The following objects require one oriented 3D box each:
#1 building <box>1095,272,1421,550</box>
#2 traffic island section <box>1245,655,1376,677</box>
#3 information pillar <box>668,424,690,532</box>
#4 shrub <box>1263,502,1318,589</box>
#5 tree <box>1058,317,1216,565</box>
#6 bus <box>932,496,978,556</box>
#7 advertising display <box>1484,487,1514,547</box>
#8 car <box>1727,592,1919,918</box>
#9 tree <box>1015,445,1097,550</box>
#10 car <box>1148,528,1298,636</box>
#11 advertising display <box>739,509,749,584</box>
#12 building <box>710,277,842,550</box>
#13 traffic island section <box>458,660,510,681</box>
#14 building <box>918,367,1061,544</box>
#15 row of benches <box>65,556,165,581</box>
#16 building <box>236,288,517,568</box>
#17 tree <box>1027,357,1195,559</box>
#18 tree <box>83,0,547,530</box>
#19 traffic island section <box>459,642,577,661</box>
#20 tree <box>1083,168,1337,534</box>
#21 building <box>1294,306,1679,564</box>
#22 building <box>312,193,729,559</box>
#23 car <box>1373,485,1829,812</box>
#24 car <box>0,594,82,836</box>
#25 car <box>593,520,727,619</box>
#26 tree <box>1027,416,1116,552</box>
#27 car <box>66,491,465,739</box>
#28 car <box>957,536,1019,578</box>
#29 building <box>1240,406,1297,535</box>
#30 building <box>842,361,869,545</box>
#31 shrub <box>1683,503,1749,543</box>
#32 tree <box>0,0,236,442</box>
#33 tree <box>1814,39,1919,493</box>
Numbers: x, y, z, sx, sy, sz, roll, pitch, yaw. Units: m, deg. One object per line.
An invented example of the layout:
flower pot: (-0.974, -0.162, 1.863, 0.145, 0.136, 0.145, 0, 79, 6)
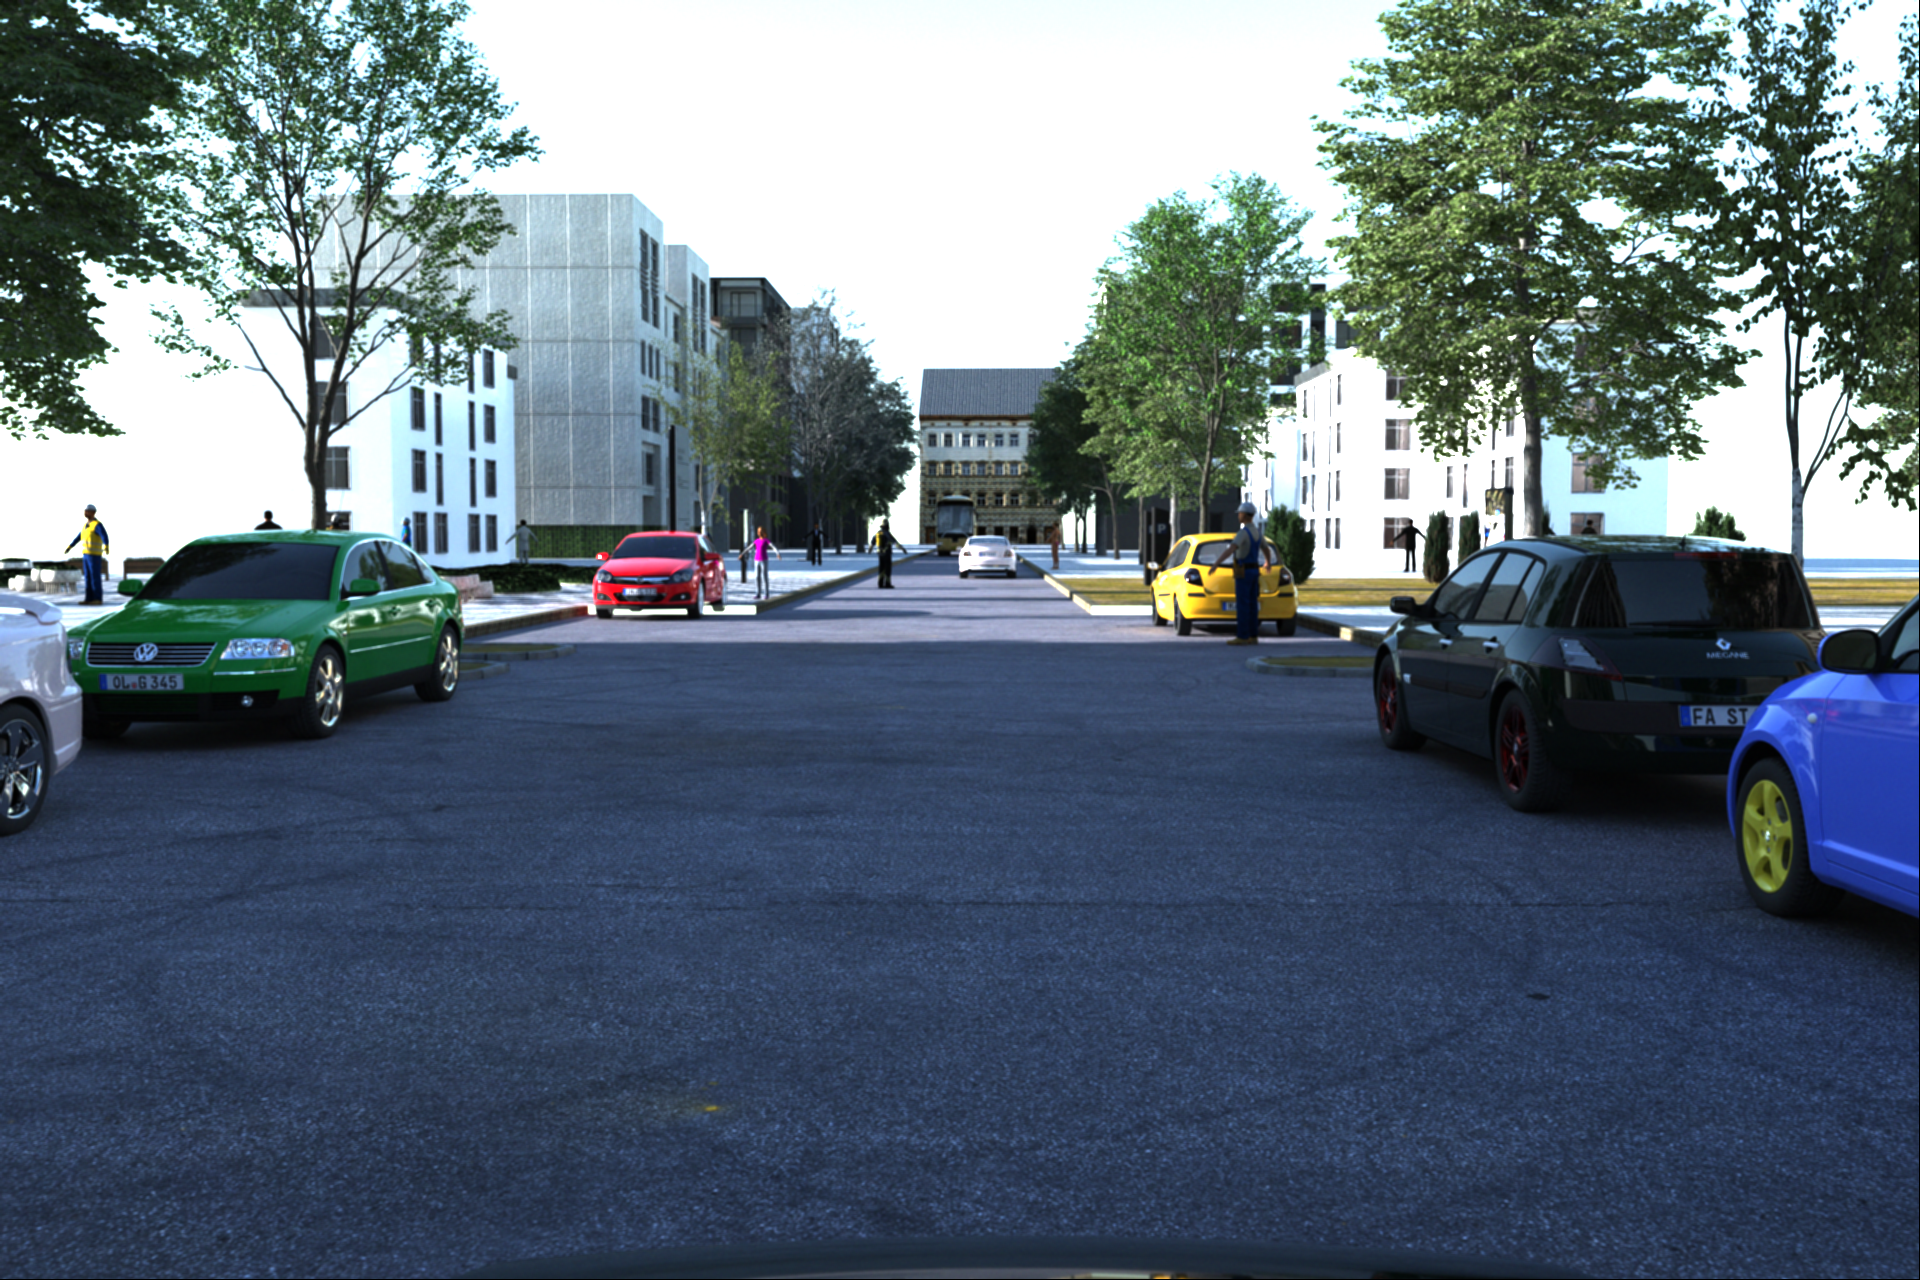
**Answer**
building: (25.661, -18.833, 151.895, 27.936, 21.610, 32.646, 0, 4, 1)
traffic island section: (4.069, 0.279, 18.306, 1.991, 0.108, 1.994, 0, 4, 1)
information pillar: (-6.146, -2.853, 37.963, 0.184, 3.620, 1.656, 0, 4, 1)
shrub: (7.451, -2.175, 39.976, 1.690, 2.028, 1.600, 0, 3, 0)
tree: (7.393, -8.438, 72.378, 7.601, 10.594, 8.767, -3, 5, -42)
bus: (-0.174, -7.574, 115.386, 2.896, 3.916, 12.252, 0, 4, 1)
advertising display: (7.465, -1.151, 24.035, 0.123, 1.923, 0.974, 0, 4, 1)
car: (3.836, 0.257, 5.391, 1.945, 1.707, 3.694, 0, 4, 1)
tree: (7.785, -12.321, 135.854, 7.601, 10.594, 8.767, 0, 4, 4)
car: (3.867, -0.954, 25.824, 2.015, 1.641, 3.980, 0, 4, -1)
advertising display: (-5.642, -2.451, 45.295, 0.123, 1.923, 0.974, 0, 4, 0)
building: (-25.768, -18.979, 154.281, 27.936, 21.610, 32.646, 0, 4, 1)
traffic island section: (-5.691, 0.325, 17.560, 1.991, 0.108, 1.994, 0, 4, 2)
building: (4.190, -24.091, 227.265, 18.063, 23.208, 19.493, 0, 4, 2)
row of benches: (-22.903, -2.017, 48.438, 4.104, 0.672, 1.422, -2, 4, -25)
building: (-23.507, -8.028, 73.402, 9.099, 9.664, 28.070, 0, 4, 2)
tree: (7.882, -9.364, 87.515, 8.767, 10.594, 7.601, -1, 4, -14)
tree: (-10.973, -6.343, 29.457, 9.928, 11.665, 9.643, 0, 3, 0)
traffic island section: (-5.649, 0.144, 20.517, 1.991, 0.108, 1.994, 0, 4, 1)
tree: (7.124, -7.567, 49.475, 9.928, 11.665, 9.643, 0, 3, 0)
building: (22.090, -8.313, 78.060, 9.099, 9.664, 28.070, 0, 4, 1)
building: (-24.975, -14.655, 106.060, 16.747, 18.905, 31.486, 0, 4, 1)
car: (3.699, -0.033, 10.322, 2.009, 1.686, 4.222, 0, 4, 0)
car: (-5.437, 0.332, 6.937, 2.083, 1.381, 4.827, 0, 4, 1)
car: (-5.257, -1.323, 30.677, 2.155, 1.783, 4.494, 0, 4, 0)
tree: (8.518, -12.171, 124.749, 9.928, 11.665, 9.643, 0, 3, 0)
car: (-5.280, -0.289, 13.522, 1.959, 1.807, 4.718, 0, 4, 1)
car: (0.918, -2.753, 57.376, 2.083, 1.381, 4.827, 0, 4, 1)
building: (24.974, -10.475, 113.419, 9.099, 9.664, 28.070, 0, 4, 1)
building: (-25.635, -21.809, 200.544, 27.936, 21.610, 32.646, 0, 4, 1)
shrub: (17.902, -2.246, 41.135, 1.690, 2.028, 1.600, 0, 3, 0)
tree: (-11.922, -6.175, 19.086, 7.486, 12.596, 7.792, 0, 3, 0)
tree: (24.279, -8.119, 39.407, 9.857, 13.997, 8.962, 0, 3, 0)
